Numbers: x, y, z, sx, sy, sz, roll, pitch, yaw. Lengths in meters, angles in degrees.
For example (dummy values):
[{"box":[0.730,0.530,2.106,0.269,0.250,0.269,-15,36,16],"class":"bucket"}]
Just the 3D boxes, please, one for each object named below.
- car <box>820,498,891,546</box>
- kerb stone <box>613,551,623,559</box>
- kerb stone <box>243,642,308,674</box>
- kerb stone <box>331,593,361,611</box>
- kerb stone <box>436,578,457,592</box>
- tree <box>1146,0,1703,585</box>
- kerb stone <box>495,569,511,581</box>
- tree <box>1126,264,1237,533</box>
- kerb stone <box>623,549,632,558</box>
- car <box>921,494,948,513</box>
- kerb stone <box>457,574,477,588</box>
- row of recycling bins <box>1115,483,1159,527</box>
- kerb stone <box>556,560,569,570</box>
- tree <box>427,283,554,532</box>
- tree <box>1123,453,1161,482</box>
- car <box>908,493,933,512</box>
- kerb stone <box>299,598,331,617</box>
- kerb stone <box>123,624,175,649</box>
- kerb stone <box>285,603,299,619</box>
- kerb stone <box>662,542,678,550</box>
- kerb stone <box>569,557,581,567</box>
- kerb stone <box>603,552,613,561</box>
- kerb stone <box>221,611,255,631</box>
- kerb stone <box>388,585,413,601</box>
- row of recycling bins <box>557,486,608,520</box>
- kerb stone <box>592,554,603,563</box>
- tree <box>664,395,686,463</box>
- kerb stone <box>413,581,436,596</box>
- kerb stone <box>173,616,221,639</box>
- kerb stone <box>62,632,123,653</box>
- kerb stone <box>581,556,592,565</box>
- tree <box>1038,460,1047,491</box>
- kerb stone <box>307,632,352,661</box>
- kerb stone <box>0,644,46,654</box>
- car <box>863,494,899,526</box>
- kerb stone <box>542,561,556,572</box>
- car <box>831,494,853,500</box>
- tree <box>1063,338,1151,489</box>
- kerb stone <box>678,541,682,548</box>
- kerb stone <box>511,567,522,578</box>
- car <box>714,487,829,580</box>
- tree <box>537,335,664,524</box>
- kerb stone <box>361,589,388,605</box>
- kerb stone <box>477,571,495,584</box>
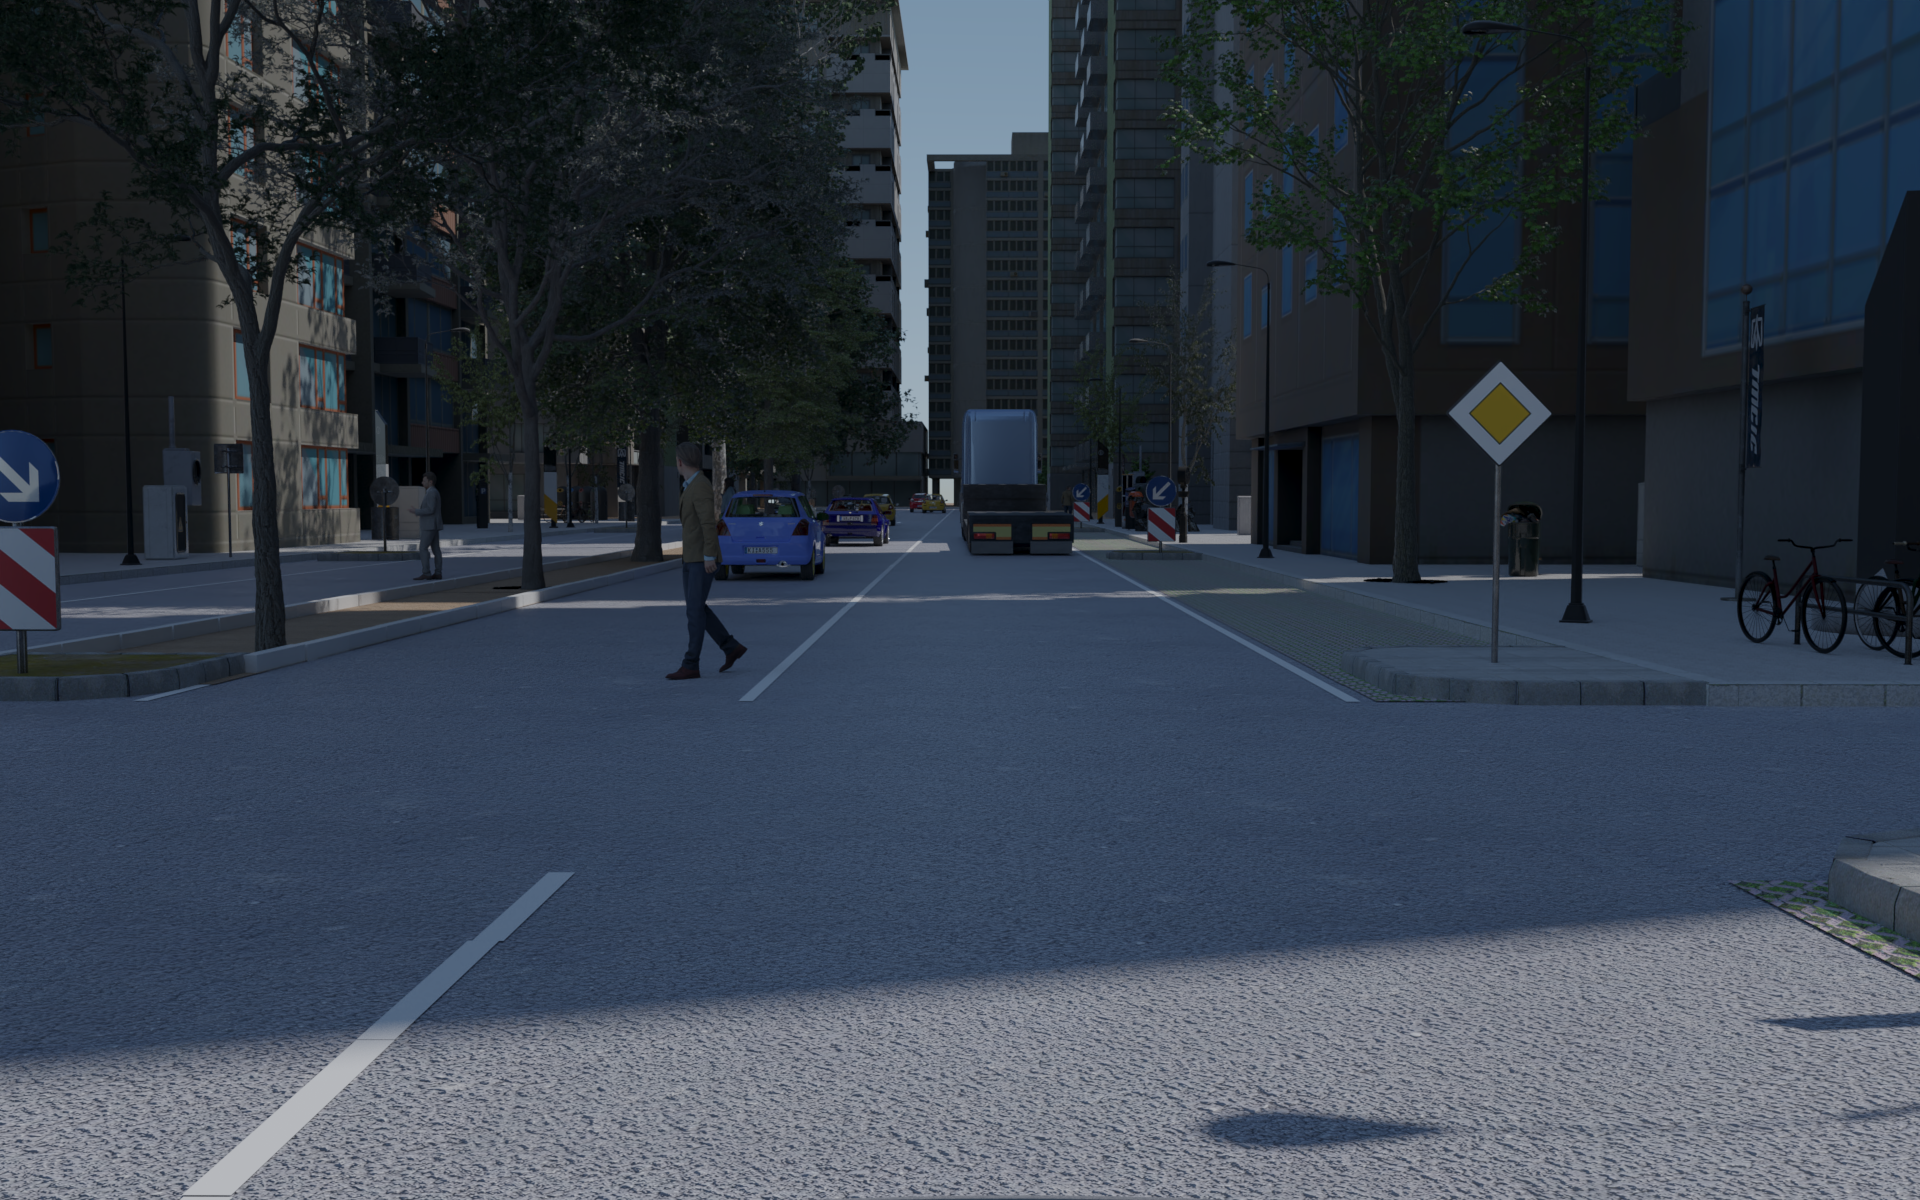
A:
[{"box":[-2.934,-2.213,48.767,1.945,1.354,3.894,0,4,1],"class":"car"},{"box":[-7.609,-0.962,37.964,0.120,0.150,1.000,0,4,0],"class":"kerb stone"},{"box":[-5.656,0.483,14.293,0.120,0.150,1.000,0,4,0],"class":"kerb stone"},{"box":[-7.709,0.042,21.512,0.120,0.150,1.000,0,4,0],"class":"kerb stone"},{"box":[-7.681,-0.209,25.610,0.120,0.150,1.000,0,4,0],"class":"kerb stone"},{"box":[6.306,-6.059,24.823,9.928,11.665,9.643,0,3,0],"class":"tree"},{"box":[-7.670,-0.397,28.693,0.120,0.150,1.000,0,4,0],"class":"kerb stone"},{"box":[7.577,-6.468,56.110,4.360,8.622,3.978,0,3,0],"class":"tree"},{"box":[-7.596,-1.027,38.990,0.120,0.150,1.000,0,4,0],"class":"kerb stone"},{"box":[-1.935,-7.337,130.184,2.015,1.641,3.980,0,4,2],"class":"car"},{"box":[-7.672,-0.272,26.643,0.120,0.150,1.000,0,4,0],"class":"kerb stone"},{"box":[6.798,-3.619,66.288,1.069,1.692,3.534,-1,4,-11],"class":"row of recycling bins"},{"box":[-7.642,-0.649,32.814,0.120,0.150,1.000,0,4,0],"class":"kerb stone"},{"box":[-15.426,-6.607,58.390,4.737,8.622,4.395,0,3,0],"class":"tree"},{"box":[7.854,-4.893,74.596,1.663,3.219,1.824,0,3,0],"class":"tree"},{"box":[-3.018,-7.786,136.348,2.155,1.783,4.494,0,4,0],"class":"car"},{"box":[-7.717,0.104,20.490,0.120,0.150,1.000,0,4,0],"class":"kerb stone"},{"box":[-7.738,0.359,16.376,0.120,0.150,1.000,0,4,0],"class":"kerb stone"},{"box":[-7.716,0.169,19.466,0.120,0.150,1.000,0,4,0],"class":"kerb stone"},{"box":[-7.561,-1.402,45.142,0.120,0.150,1.000,0,4,0],"class":"kerb stone"},{"box":[-7.632,-0.707,33.852,0.120,0.150,1.000,0,4,0],"class":"kerb stone"},{"box":[-7.613,-0.902,36.942,0.120,0.150,1.000,0,4,0],"class":"kerb stone"},{"box":[-7.722,0.230,18.441,0.120,0.150,1.000,0,4,0],"class":"kerb stone"},{"box":[-7.697,-0.083,23.559,0.120,0.150,1.000,0,4,0],"class":"kerb stone"},{"box":[-18.820,-4.829,86.060,3.534,1.692,1.069,3,4,37],"class":"row of recycling bins"},{"box":[-7.621,-0.839,35.914,0.120,0.150,1.000,0,4,0],"class":"kerb stone"},{"box":[-15.733,-8.371,87.226,4.360,8.622,3.978,0,3,0],"class":"tree"},{"box":[-7.691,-0.146,24.581,0.120,0.150,1.000,0,4,0],"class":"kerb stone"},{"box":[-7.735,0.293,17.412,0.120,0.150,1.000,0,4,0],"class":"kerb stone"},{"box":[-7.751,0.419,15.350,0.120,0.150,1.000,0,4,0],"class":"kerb stone"},{"box":[-7.630,-0.775,34.873,0.120,0.150,1.000,0,4,0],"class":"kerb stone"},{"box":[7.883,-11.144,165.923,4.285,4.588,4.351,0,3,0],"class":"tree"},{"box":[-5.638,0.425,15.315,0.120,0.150,1.000,0,4,0],"class":"kerb stone"},{"box":[-7.752,0.482,14.322,0.120,0.150,1.000,0,4,0],"class":"kerb stone"},{"box":[-3.794,-4.224,79.290,2.015,1.641,3.980,0,4,-1],"class":"car"},{"box":[-7.650,-0.586,31.782,0.120,0.150,1.000,0,4,0],"class":"kerb stone"},{"box":[-9.253,-7.857,138.253,2.009,1.686,4.222,0,3,0],"class":"car"},{"box":[6.966,-8.104,82.858,4.737,8.622,4.395,0,3,0],"class":"tree"},{"box":[-7.554,-1.466,46.168,0.120,0.150,1.000,0,4,0],"class":"kerb stone"},{"box":[-7.658,-0.461,29.727,0.120,0.150,1.000,0,4,0],"class":"kerb stone"},{"box":[-3.264,-1.251,30.047,1.945,1.707,3.694,0,4,-1],"class":"car"},{"box":[-16.012,-7.636,75.211,4.360,8.622,3.978,0,3,0],"class":"tree"},{"box":[-7.700,-0.019,22.534,0.120,0.150,1.000,0,4,0],"class":"kerb stone"},{"box":[-7.674,-0.331,27.671,0.120,0.150,1.000,0,4,0],"class":"kerb stone"}]
